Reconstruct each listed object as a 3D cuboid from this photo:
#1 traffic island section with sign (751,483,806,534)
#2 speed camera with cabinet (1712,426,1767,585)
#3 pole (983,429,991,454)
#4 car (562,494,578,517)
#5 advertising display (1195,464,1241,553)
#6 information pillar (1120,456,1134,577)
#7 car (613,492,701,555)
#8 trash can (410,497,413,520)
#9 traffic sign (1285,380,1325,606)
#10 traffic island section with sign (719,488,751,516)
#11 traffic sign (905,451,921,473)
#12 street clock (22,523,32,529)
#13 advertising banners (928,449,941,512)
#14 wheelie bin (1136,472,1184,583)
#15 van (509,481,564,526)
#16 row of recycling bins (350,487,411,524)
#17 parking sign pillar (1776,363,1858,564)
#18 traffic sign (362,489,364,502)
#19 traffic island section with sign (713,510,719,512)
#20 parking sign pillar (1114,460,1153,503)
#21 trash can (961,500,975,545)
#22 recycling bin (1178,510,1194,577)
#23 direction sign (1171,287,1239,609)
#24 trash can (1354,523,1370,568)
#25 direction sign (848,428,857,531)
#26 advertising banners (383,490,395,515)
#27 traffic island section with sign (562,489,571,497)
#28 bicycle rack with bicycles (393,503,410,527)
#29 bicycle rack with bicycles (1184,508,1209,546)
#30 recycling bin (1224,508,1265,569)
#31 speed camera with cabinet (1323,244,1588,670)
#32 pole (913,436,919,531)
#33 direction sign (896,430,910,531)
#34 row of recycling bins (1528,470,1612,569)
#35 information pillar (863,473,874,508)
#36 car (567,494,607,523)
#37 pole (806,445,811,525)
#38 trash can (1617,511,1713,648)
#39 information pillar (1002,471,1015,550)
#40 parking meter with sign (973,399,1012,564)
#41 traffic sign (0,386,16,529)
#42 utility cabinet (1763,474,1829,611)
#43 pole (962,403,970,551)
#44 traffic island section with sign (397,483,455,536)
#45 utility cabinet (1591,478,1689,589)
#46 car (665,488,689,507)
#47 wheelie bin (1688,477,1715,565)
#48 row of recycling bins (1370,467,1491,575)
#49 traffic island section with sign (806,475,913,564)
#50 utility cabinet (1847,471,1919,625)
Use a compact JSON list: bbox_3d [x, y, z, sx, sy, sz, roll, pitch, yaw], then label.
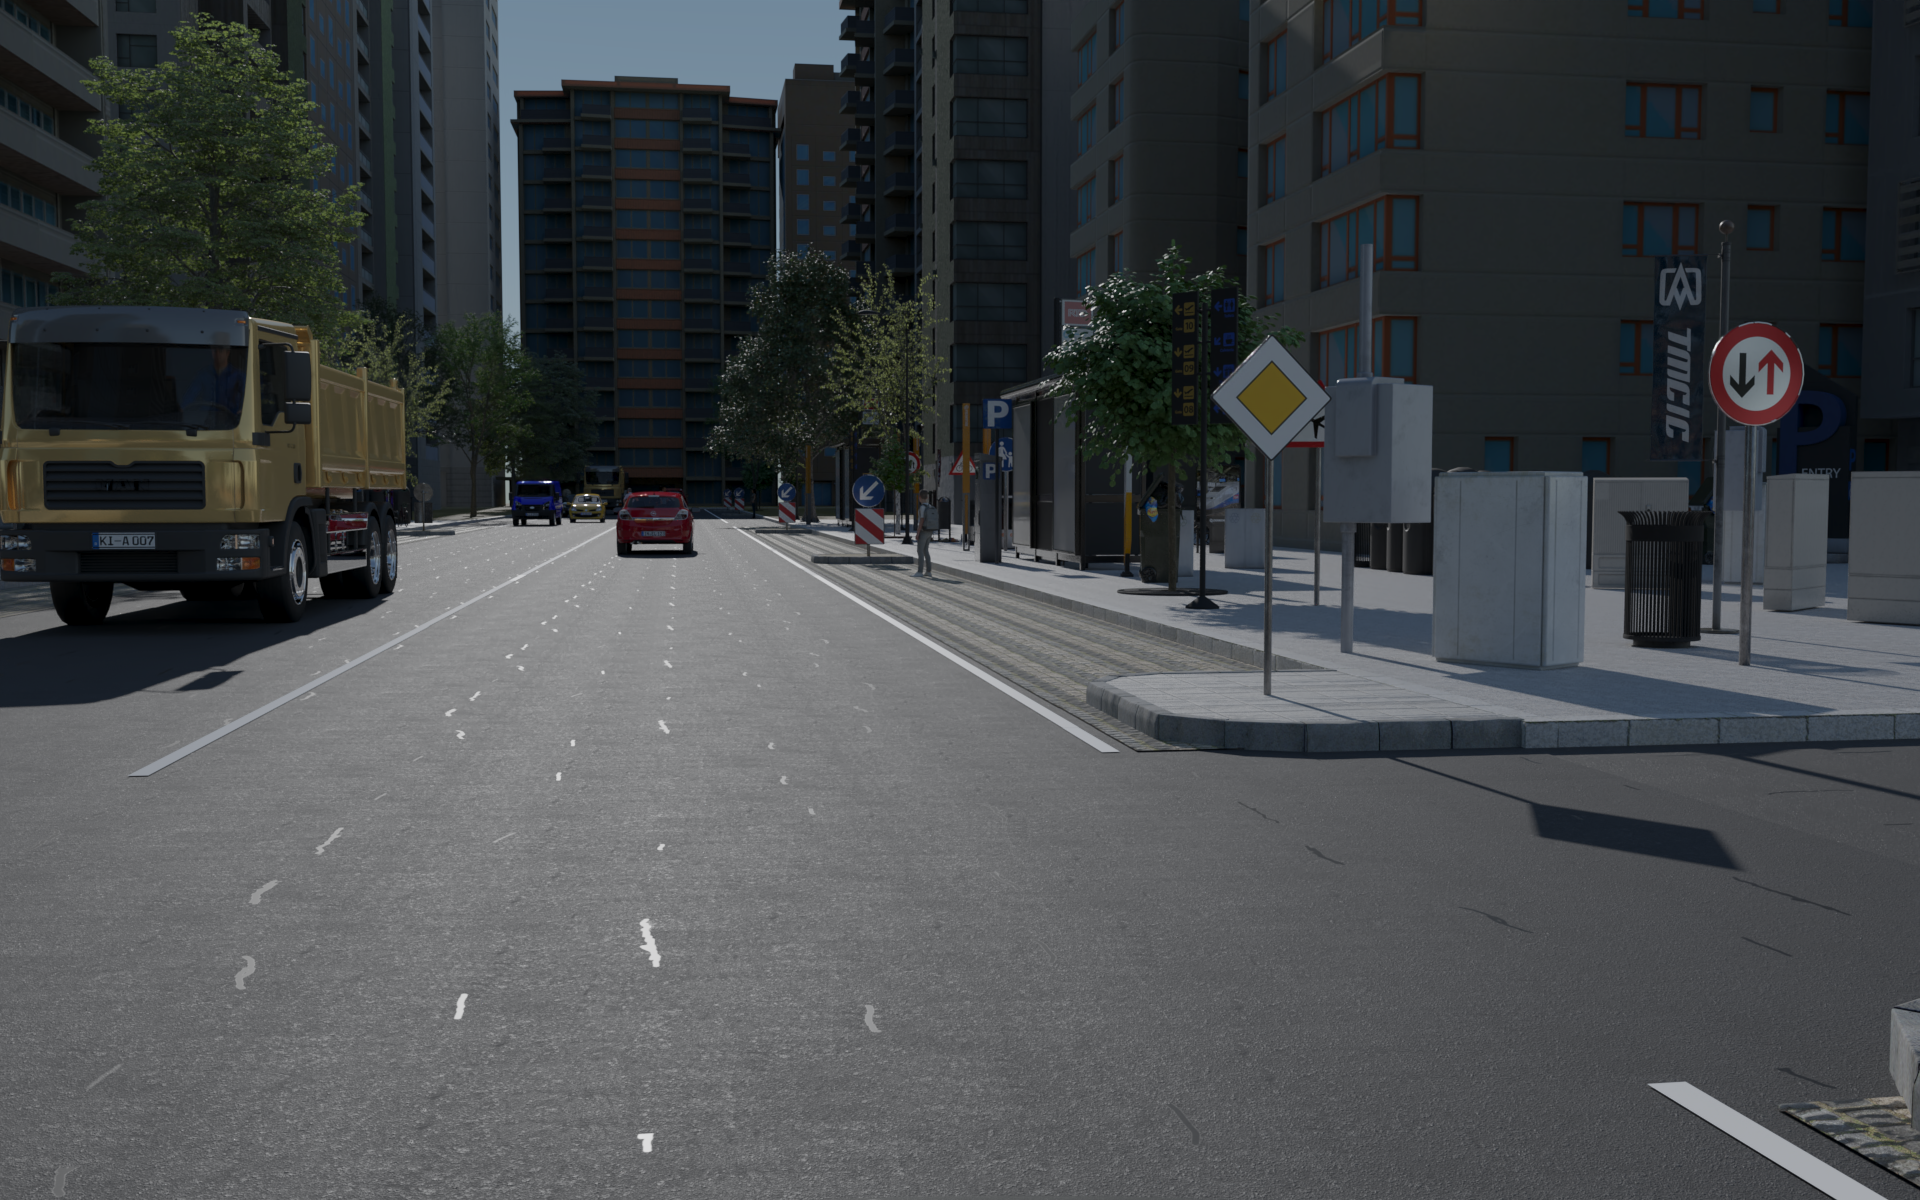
[{"bbox_3d":[-6.455,-3.328,63.034,1.989,1.847,2.006,-1,4,-9],"label":"traffic island section with sign"},{"bbox_3d":[11.055,-1.838,24.389,0.660,3.252,2.038,2,4,32],"label":"speed camera with cabinet"},{"bbox_3d":[0.617,-2.809,39.776,0.158,3.312,0.155,0,3,0],"label":"pole"},{"bbox_3d":[-24.078,-6.031,108.397,2.009,1.686,4.222,0,4,-7],"label":"car"},{"bbox_3d":[5.580,-1.973,37.469,0.974,1.923,0.123,0,4,7],"label":"advertising display"},{"bbox_3d":[2.594,-2.164,26.730,0.183,3.616,0.504,0,4,2],"label":"information pillar"},{"bbox_3d":[-7.474,-2.055,42.637,2.155,1.783,4.494,0,4,-8],"label":"car"},{"bbox_3d":[-25.821,-4.218,80.619,0.748,1.137,0.748,0,3,0],"label":"trash can"},{"bbox_3d":[4.098,-1.213,19.831,0.884,2.594,0.081,0,3,0],"label":"traffic sign"},{"bbox_3d":[-14.432,-6.336,112.224,1.989,1.847,2.006,-1,4,-9],"label":"traffic island section with sign"},{"bbox_3d":[-1.550,-3.152,51.638,0.768,2.556,0.104,0,4,-1],"label":"traffic sign"},{"bbox_3d":[-15.807,-1.518,29.391,0.471,2.002,0.358,0,4,-1],"label":"street clock"},{"bbox_3d":[-0.996,-4.370,67.633,0.090,3.025,2.074,-1,4,-14],"label":"advertising banners"},{"bbox_3d":[2.923,-1.060,25.244,0.693,1.594,0.980,0,4,4],"label":"wheelie bin"},{"bbox_3d":[-19.547,-4.633,80.135,2.240,2.365,5.245,-1,4,-8],"label":"van"},{"bbox_3d":[-25.438,-4.109,74.297,3.534,1.692,1.069,-1,4,-23],"label":"row of recycling bins"},{"bbox_3d":[16.070,-2.694,32.514,1.447,3.967,1.447,-3,5,-45],"label":"parking sign pillar"},{"bbox_3d":[-25.098,-4.450,72.766,0.884,2.594,0.081,0,4,-1],"label":"traffic sign"},{"bbox_3d":[-18.758,-7.964,138.831,1.989,1.847,2.006,-1,4,-9],"label":"traffic island section with sign"},{"bbox_3d":[5.106,-3.824,50.987,1.447,3.967,1.447,-3,4,-36],"label":"parking sign pillar"},{"bbox_3d":[0.388,-1.952,43.576,0.748,1.137,0.748,0,3,0],"label":"trash can"},{"bbox_3d":[3.245,-0.892,27.145,0.722,1.027,0.722,0,4,-3],"label":"recycling bin"},{"bbox_3d":[2.719,-1.672,19.329,0.876,3.537,0.379,3,5,44],"label":"direction sign"},{"bbox_3d":[7.131,-1.148,30.420,0.748,1.137,0.748,0,3,0],"label":"trash can"},{"bbox_3d":[-3.680,-4.147,59.802,0.379,3.537,0.876,1,4,12],"label":"direction sign"},{"bbox_3d":[-21.343,-4.204,64.927,0.090,3.025,2.074,0,4,-5],"label":"advertising banners"},{"bbox_3d":[-31.150,-7.878,137.430,1.989,1.847,2.006,-1,4,-9],"label":"traffic island section with sign"},{"bbox_3d":[-23.045,-3.355,68.235,2.852,0.926,2.925,-2,4,-23],"label":"bicycle rack with bicycles"},{"bbox_3d":[5.824,-1.839,43.446,2.925,0.926,2.852,1,4,19],"label":"bicycle rack with bicycles"},{"bbox_3d":[5.010,-1.069,30.034,0.722,1.027,0.722,1,4,20],"label":"recycling bin"},{"bbox_3d":[3.802,-1.166,13.406,0.660,3.252,2.038,-3,5,-39],"label":"speed camera with cabinet"},{"bbox_3d":[-1.523,-4.067,60.338,0.158,3.312,0.155,0,3,0],"label":"pole"},{"bbox_3d":[-2.048,-4.217,60.940,0.379,3.537,0.876,3,4,36],"label":"direction sign"},{"bbox_3d":[9.655,-1.421,30.339,3.534,1.692,1.069,2,4,25],"label":"row of recycling bins"},{"bbox_3d":[-3.251,-3.482,61.416,0.304,2.012,0.304,1,4,14],"label":"information pillar"},{"bbox_3d":[-18.918,-4.755,87.965,2.015,1.641,3.980,-1,4,-10],"label":"car"},{"bbox_3d":[-6.353,-4.813,72.540,0.158,3.312,0.155,0,3,0],"label":"pole"},{"bbox_3d":[5.923,-0.180,14.590,0.748,1.137,0.748,0,3,0],"label":"trash can"},{"bbox_3d":[1.099,-2.181,40.156,0.304,2.012,0.304,-3,5,-42],"label":"information pillar"},{"bbox_3d":[0.555,-2.222,32.597,0.543,3.016,1.738,-1,4,-9],"label":"parking meter with sign"},{"bbox_3d":[-18.221,-2.376,32.716,2.265,3.308,0.079,0,4,-3],"label":"traffic sign"},{"bbox_3d":[9.276,-0.645,19.229,0.318,1.500,1.173,3,5,43],"label":"utility cabinet"},{"bbox_3d":[0.140,-2.762,38.998,0.158,3.312,0.155,0,3,0],"label":"pole"},{"bbox_3d":[-18.584,-3.141,59.991,1.989,1.847,2.006,-1,4,-9],"label":"traffic island section with sign"},{"bbox_3d":[9.126,-0.892,23.267,1.173,1.500,0.318,1,4,17],"label":"utility cabinet"},{"bbox_3d":[-19.086,-6.479,114.609,2.281,1.827,5.304,-1,4,-11],"label":"car"},{"bbox_3d":[13.751,-1.452,31.641,0.693,1.594,0.980,0,4,-1],"label":"wheelie bin"},{"bbox_3d":[7.557,-1.283,28.084,1.069,1.692,3.534,0,4,-7],"label":"row of recycling bins"},{"bbox_3d":[-2.088,-1.682,36.128,1.989,1.847,2.006,-1,4,-9],"label":"traffic island section with sign"},{"bbox_3d":[9.338,-0.502,16.894,0.318,1.500,1.173,-2,4,-35],"label":"utility cabinet"}]
